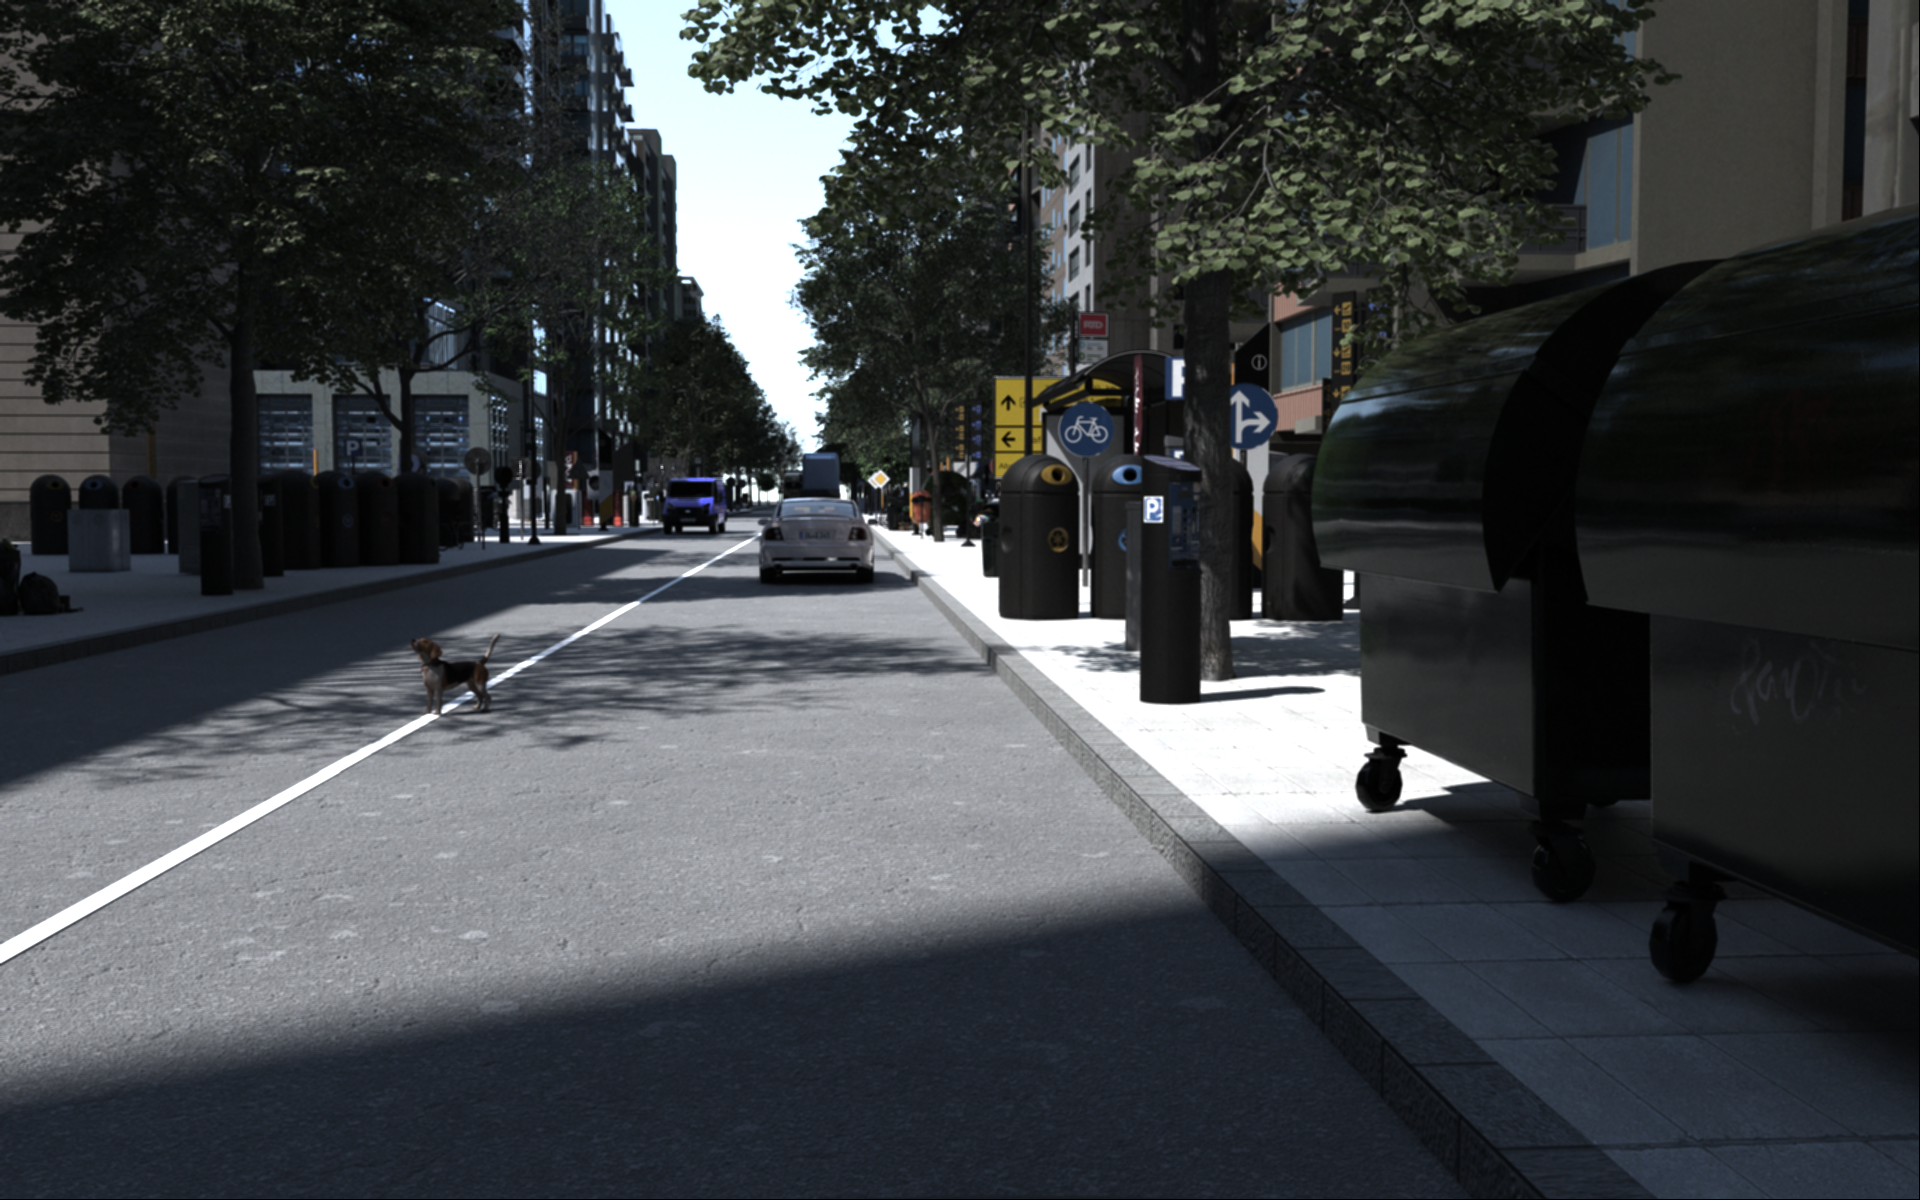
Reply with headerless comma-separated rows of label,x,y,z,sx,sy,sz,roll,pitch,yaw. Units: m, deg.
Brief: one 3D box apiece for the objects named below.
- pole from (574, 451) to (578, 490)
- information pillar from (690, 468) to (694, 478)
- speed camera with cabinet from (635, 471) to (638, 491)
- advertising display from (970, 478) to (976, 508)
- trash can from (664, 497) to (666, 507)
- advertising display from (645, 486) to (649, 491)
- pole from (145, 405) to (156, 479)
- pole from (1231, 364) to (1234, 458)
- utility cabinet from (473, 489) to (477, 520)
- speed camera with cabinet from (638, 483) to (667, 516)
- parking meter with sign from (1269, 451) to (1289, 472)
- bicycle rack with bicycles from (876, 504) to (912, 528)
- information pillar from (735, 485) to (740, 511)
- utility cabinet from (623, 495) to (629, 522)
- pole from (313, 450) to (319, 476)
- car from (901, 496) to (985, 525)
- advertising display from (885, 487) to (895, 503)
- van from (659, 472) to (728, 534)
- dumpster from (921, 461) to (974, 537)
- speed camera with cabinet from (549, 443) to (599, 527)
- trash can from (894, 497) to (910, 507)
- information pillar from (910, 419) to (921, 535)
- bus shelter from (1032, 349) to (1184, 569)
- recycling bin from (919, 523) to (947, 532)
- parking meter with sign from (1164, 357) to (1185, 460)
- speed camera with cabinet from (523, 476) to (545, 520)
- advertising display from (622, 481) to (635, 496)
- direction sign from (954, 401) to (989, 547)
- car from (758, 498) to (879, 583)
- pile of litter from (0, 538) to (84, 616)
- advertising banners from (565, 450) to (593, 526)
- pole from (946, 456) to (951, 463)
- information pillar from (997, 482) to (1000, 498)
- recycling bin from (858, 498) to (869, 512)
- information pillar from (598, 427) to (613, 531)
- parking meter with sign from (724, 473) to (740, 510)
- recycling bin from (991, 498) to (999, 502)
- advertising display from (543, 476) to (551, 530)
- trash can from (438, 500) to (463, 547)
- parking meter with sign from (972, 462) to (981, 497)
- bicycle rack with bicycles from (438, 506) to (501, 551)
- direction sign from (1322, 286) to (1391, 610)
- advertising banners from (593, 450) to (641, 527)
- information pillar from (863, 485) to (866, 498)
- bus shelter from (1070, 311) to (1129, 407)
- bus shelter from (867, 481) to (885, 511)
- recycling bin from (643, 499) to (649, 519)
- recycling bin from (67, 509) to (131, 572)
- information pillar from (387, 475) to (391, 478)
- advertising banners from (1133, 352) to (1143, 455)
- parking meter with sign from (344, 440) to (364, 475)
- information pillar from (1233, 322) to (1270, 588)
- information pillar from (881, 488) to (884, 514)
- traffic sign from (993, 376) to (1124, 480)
pole,-18.326,-5.430,82.616,0.158,3.312,0.155,0,3,0
information pillar,-21.205,-8.912,137.067,0.504,3.616,0.183,3,4,38
speed camera with cabinet,-27.875,-9.290,146.228,2.038,3.252,0.660,2,4,27
advertising display,0.405,-3.996,70.551,0.123,1.923,0.974,2,4,24
trash can,-14.871,-4.720,88.823,0.748,1.137,0.748,0,3,0
advertising display,-23.674,-7.789,132.561,0.974,1.923,0.123,-3,4,-39
pole,-18.609,-2.815,39.866,0.158,3.312,0.155,0,3,0
pole,4.334,-2.037,27.152,0.158,3.312,0.155,0,3,0
utility cabinet,-22.164,-4.313,79.202,0.318,1.500,1.173,0,4,7
speed camera with cabinet,-17.255,-6.434,99.528,2.038,3.252,0.660,1,4,18
parking meter with sign,5.389,-2.068,30.073,0.543,3.016,1.738,3,4,39
bicycle rack with bicycles,-1.948,-3.252,66.548,2.925,0.926,2.852,-1,4,-16
information pillar,-17.203,-7.916,133.914,0.304,2.012,0.304,-2,4,-35
utility cabinet,-15.079,-4.160,79.184,0.306,1.237,1.020,1,4,18
pole,-29.500,-5.232,79.390,0.158,3.312,0.155,0,3,0
car,-0.542,-3.766,73.373,4.920,1.459,2.131,0,4,-4
advertising display,-6.004,-8.631,146.336,0.974,1.923,0.123,1,4,14
van,-9.700,-3.614,63.480,2.240,2.365,5.245,0,4,-3
dumpster,-0.402,-3.040,52.193,1.502,2.255,1.985,0,4,-4
speed camera with cabinet,-14.645,-4.428,66.727,2.038,3.252,0.660,0,4,5
trash can,-3.109,-4.650,87.684,0.748,1.137,0.748,0,3,0
information pillar,-1.402,-3.836,54.075,0.183,3.616,0.504,2,4,30
bus shelter,2.357,-2.024,27.024,2.014,3.302,5.546,0,4,-4
recycling bin,-0.930,-2.859,59.302,0.722,1.027,0.722,-2,4,-35
parking meter with sign,2.947,-1.628,22.887,0.543,3.016,1.738,0,4,5
speed camera with cabinet,-19.656,-5.360,81.978,0.660,3.252,2.038,3,5,43
advertising display,-15.853,-4.747,82.830,0.123,1.923,0.974,1,4,21
direction sign,0.201,-3.075,42.273,0.876,3.537,0.379,3,5,40
car,-2.408,-1.041,29.386,2.083,1.381,4.827,0,4,-4
pile of litter,-10.320,-0.274,18.441,1.719,0.858,1.176,-1,4,-21
advertising banners,-14.783,-4.443,68.831,2.074,3.025,0.090,-1,4,-11
pole,-0.541,-5.408,82.263,0.158,3.312,0.155,0,3,0
information pillar,2.509,-6.337,108.109,0.304,2.012,0.304,-3,4,-37
recycling bin,-7.007,-6.909,125.510,0.722,1.027,0.722,0,4,3
information pillar,-12.369,-4.222,60.382,0.504,3.616,0.183,0,4,-3
parking meter with sign,-19.175,-9.023,143.789,1.738,3.016,0.543,2,4,25
recycling bin,2.253,-5.317,99.484,0.722,1.027,0.722,3,5,41
advertising display,-15.040,-3.538,63.060,0.123,1.923,0.974,0,4,-6
trash can,-12.555,-1.885,42.481,0.748,1.137,0.748,0,3,0
parking meter with sign,0.733,-5.185,81.040,0.543,3.016,1.738,1,4,9
bicycle rack with bicycles,-12.271,-1.627,39.986,2.852,0.926,2.925,-3,4,-38
direction sign,4.438,-1.668,19.272,0.379,3.537,0.876,-2,4,-31
advertising banners,-13.450,-4.401,68.141,2.074,3.025,0.090,2,4,23
information pillar,-7.884,-8.504,143.535,0.304,2.012,0.304,0,4,-6
bus shelter,2.390,-3.551,35.683,2.179,5.291,8.768,0,4,-4
bus shelter,-6.470,-9.758,137.182,2.179,5.291,8.768,0,4,-4
recycling bin,-15.659,-4.601,87.779,0.722,1.027,0.722,-1,4,-17
recycling bin,-14.288,-0.991,28.755,0.722,1.027,0.722,0,4,-1
information pillar,-22.544,-3.897,68.215,0.304,2.012,0.304,-1,4,-14
advertising banners,2.155,-1.605,22.428,0.090,3.025,2.074,0,4,-4
parking meter with sign,-19.427,-3.667,56.210,0.543,3.016,1.738,0,4,-3
information pillar,3.982,-1.972,23.601,0.504,3.616,0.183,0,4,-6
information pillar,-4.943,-7.300,110.703,0.183,3.616,0.504,0,4,1
traffic sign,1.696,-2.206,29.937,2.265,3.308,0.079,0,4,1
